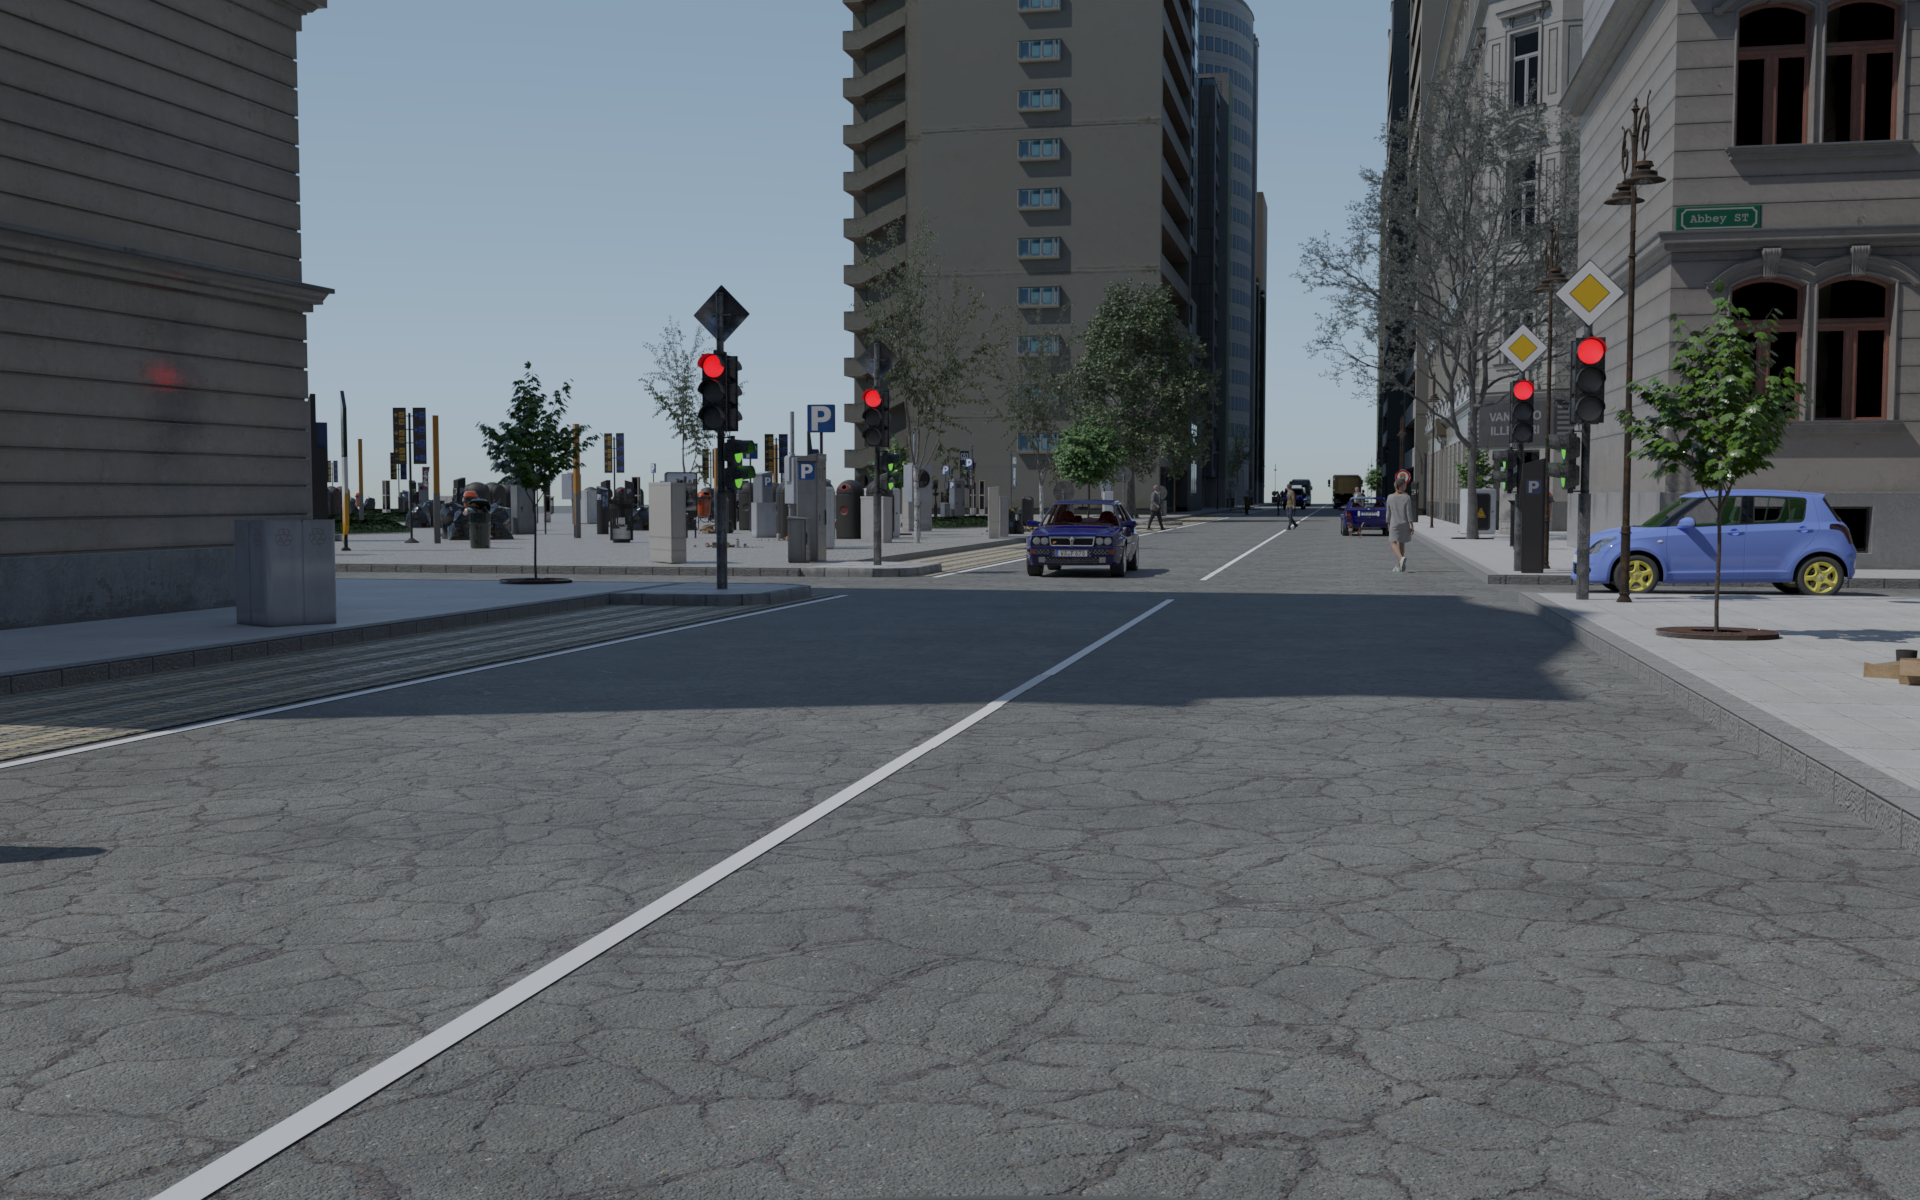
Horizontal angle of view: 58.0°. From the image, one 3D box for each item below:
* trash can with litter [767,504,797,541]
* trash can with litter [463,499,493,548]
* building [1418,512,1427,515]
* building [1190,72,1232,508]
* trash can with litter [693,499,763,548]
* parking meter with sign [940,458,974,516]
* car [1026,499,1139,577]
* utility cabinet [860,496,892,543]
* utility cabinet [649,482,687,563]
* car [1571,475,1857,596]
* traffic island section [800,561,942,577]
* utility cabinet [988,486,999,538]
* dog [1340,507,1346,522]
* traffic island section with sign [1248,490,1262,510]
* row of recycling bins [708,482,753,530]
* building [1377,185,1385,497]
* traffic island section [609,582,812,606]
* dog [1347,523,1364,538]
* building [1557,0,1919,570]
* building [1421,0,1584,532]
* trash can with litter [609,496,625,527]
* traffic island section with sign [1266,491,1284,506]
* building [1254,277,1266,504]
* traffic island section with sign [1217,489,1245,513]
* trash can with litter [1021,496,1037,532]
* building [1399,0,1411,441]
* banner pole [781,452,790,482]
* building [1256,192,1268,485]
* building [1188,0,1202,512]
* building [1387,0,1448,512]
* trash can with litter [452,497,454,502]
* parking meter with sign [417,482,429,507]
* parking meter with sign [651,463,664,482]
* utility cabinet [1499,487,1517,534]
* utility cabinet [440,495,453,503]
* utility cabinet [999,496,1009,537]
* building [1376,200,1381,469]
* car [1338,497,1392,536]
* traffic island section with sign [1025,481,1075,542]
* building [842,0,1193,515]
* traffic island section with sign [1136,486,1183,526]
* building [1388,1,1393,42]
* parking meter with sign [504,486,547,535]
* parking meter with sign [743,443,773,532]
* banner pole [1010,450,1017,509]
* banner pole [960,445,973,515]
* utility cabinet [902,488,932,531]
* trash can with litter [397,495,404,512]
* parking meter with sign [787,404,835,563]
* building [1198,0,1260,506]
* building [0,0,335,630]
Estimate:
[{"bbox_3d":[-4.379,-2.221,47.369,1.678,1.210,2.233,-3,4,-37],"label":"trash can with litter"},{"bbox_3d":[-11.412,-1.814,41.043,0.624,1.170,1.055,-1,4,-11],"label":"trash can with litter"},{"bbox_3d":[40.110,-29.812,111.134,21.300,48.544,21.600,1,4,12],"label":"building"},{"bbox_3d":[18.183,-29.426,164.713,14.154,41.232,14.086,1,4,12],"label":"building"},{"bbox_3d":[-5.634,-1.898,42.086,1.678,1.210,2.233,0,4,-7],"label":"trash can with litter"},{"bbox_3d":[-0.161,-5.371,84.070,1.738,3.016,0.543,-3,5,-40],"label":"parking meter with sign"},{"bbox_3d":[2.256,-1.148,31.346,1.945,1.354,3.894,1,4,11],"label":"car"},{"bbox_3d":[-2.202,-2.113,45.704,0.306,1.237,1.020,-3,5,-40],"label":"utility cabinet"},{"bbox_3d":[-5.441,-1.443,32.268,0.318,1.500,1.173,-2,4,-30],"label":"utility cabinet"},{"bbox_3d":[10.679,-0.923,24.682,3.694,1.707,1.945,1,4,12],"label":"car"},{"bbox_3d":[-1.507,-0.549,31.253,2.009,0.180,2.903,1,4,12],"label":"traffic island section"},{"bbox_3d":[0.965,-2.553,50.417,0.318,1.500,1.173,0,4,-1],"label":"utility cabinet"},{"bbox_3d":[19.689,-4.421,89.113,0.800,0.831,0.513,0,4,-5],"label":"dog"},{"bbox_3d":[26.051,-8.968,155.256,1.989,1.847,2.006,1,4,12],"label":"traffic island section with sign"},{"bbox_3d":[-6.972,-3.321,61.411,3.534,1.692,1.069,0,4,3],"label":"row of recycling bins"},{"bbox_3d":[62.249,-33.289,227.874,14.154,41.232,14.086,1,4,12],"label":"building"},{"bbox_3d":[-3.239,-0.072,23.457,2.009,0.180,2.903,1,4,12],"label":"traffic island section"},{"bbox_3d":[12.911,-2.281,56.582,0.406,0.507,0.540,2,4,34],"label":"dog"},{"bbox_3d":[24.361,-15.018,32.931,23.554,28.519,14.401,1,4,12],"label":"building"},{"bbox_3d":[30.365,-18.439,77.891,17.030,29.872,44.131,1,4,12],"label":"building"},{"bbox_3d":[-13.688,-3.467,67.737,1.678,1.210,2.233,0,4,5],"label":"trash can with litter"},{"bbox_3d":[38.049,-12.270,209.233,1.989,1.847,2.006,1,4,12],"label":"traffic island section with sign"},{"bbox_3d":[34.407,-28.475,237.269,14.160,30.474,14.107,1,4,12],"label":"building"},{"bbox_3d":[20.195,-7.354,128.861,1.989,1.847,2.006,1,4,12],"label":"traffic island section with sign"},{"bbox_3d":[1.945,-2.932,58.993,2.233,1.210,1.678,-3,5,-41],"label":"trash can with litter"},{"bbox_3d":[46.276,-29.423,135.683,22.147,44.769,28.867,1,4,12],"label":"building"},{"bbox_3d":[-10.373,-6.951,103.658,0.863,3.779,0.401,1,4,17],"label":"banner pole"},{"bbox_3d":[36.994,-36.734,250.714,14.600,45.320,14.200,1,4,12],"label":"building"},{"bbox_3d":[9.375,-50.738,142.233,22.319,86.520,31.000,1,4,12],"label":"building"},{"bbox_3d":[50.906,-32.912,161.807,21.300,48.544,21.600,1,4,12],"label":"building"},{"bbox_3d":[-26.196,-4.941,91.840,1.678,1.210,2.233,-1,4,-13],"label":"trash can with litter"},{"bbox_3d":[-35.060,-7.143,113.041,1.738,3.016,0.543,-2,4,-23],"label":"parking meter with sign"},{"bbox_3d":[-16.698,-6.268,98.744,1.738,3.016,0.543,-2,4,-33],"label":"parking meter with sign"},{"bbox_3d":[17.409,-2.778,54.093,0.318,1.500,1.173,-2,4,-34],"label":"utility cabinet"},{"bbox_3d":[-22.690,-4.007,76.676,1.020,1.237,0.306,2,4,29],"label":"utility cabinet"},{"bbox_3d":[1.189,-2.513,52.245,0.306,1.237,1.020,-1,4,-16],"label":"utility cabinet"},{"bbox_3d":[70.072,-37.949,244.161,21.300,48.544,21.600,1,4,12],"label":"building"},{"bbox_3d":[14.175,-2.924,60.392,1.945,1.354,3.894,1,4,11],"label":"car"},{"bbox_3d":[3.097,-2.649,51.946,1.989,1.847,2.006,1,4,12],"label":"traffic island section with sign"},{"bbox_3d":[4.094,-30.212,117.673,21.300,48.544,21.600,1,4,12],"label":"building"},{"bbox_3d":[9.172,-4.321,79.279,1.989,1.847,2.006,1,4,12],"label":"traffic island section with sign"},{"bbox_3d":[61.400,-40.606,205.912,21.231,58.520,28.212,1,4,12],"label":"building"},{"bbox_3d":[-13.899,-3.592,54.991,0.543,3.016,1.738,3,5,44],"label":"parking meter with sign"},{"bbox_3d":[-6.674,-3.807,58.507,0.543,3.016,1.738,-3,4,-36],"label":"parking meter with sign"},{"bbox_3d":[3.010,-6.623,98.297,0.401,3.779,0.863,-2,4,-28],"label":"banner pole"},{"bbox_3d":[0.383,-5.992,87.986,0.863,3.779,0.401,0,4,-5],"label":"banner pole"},{"bbox_3d":[-1.450,-3.078,59.007,0.318,1.500,1.173,3,5,41],"label":"utility cabinet"},{"bbox_3d":[-29.306,-4.822,89.905,1.678,1.210,2.233,1,4,11],"label":"trash can with litter"},{"bbox_3d":[-2.848,-2.241,32.904,0.543,3.016,1.738,1,4,11],"label":"parking meter with sign"},{"bbox_3d":[23.352,-40.408,202.677,21.231,58.520,28.212,1,4,12],"label":"building"},{"bbox_3d":[-25.550,-12.240,19.208,34.723,24.649,14.460,1,4,12],"label":"building"}]
